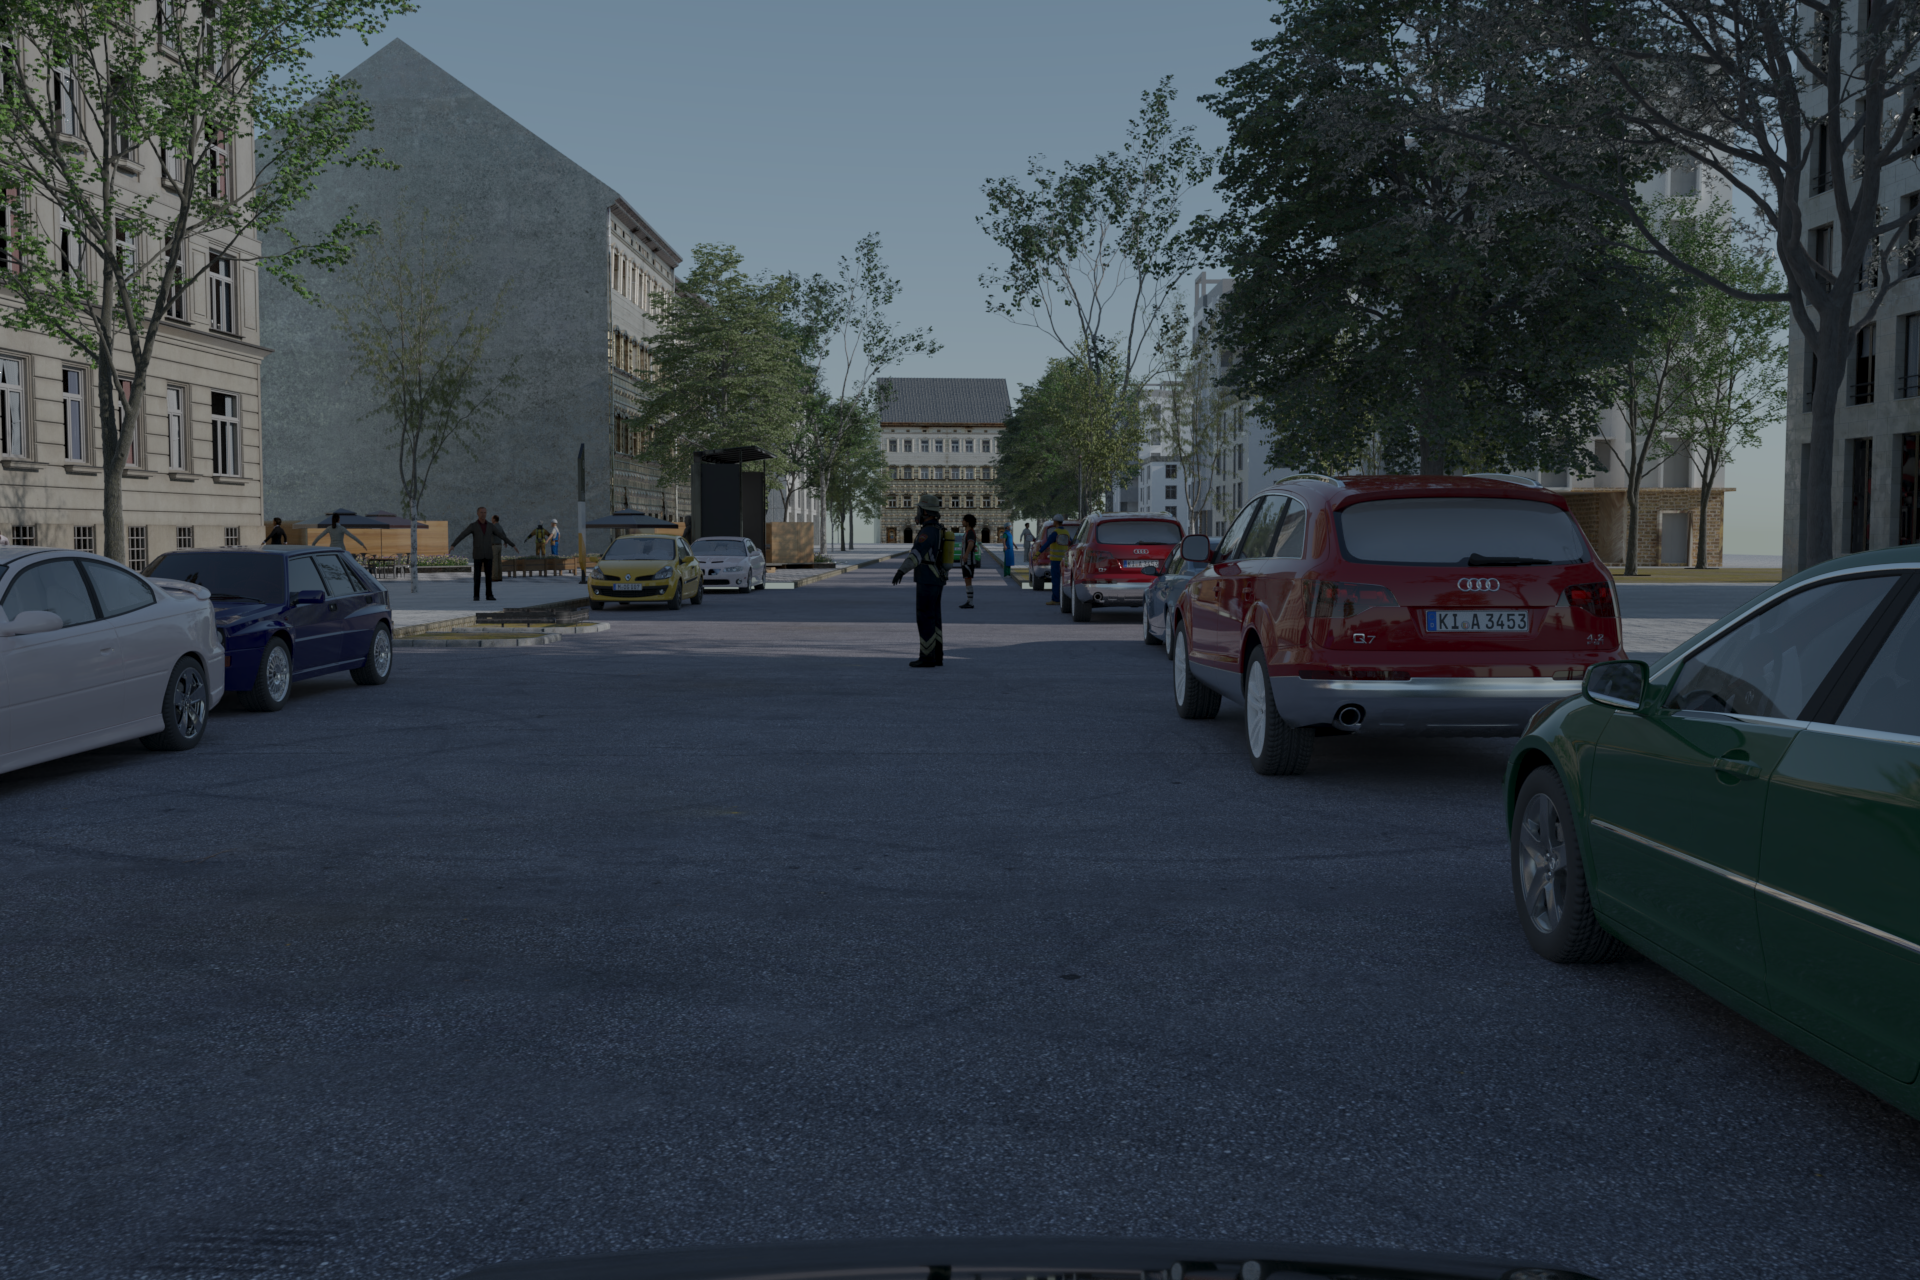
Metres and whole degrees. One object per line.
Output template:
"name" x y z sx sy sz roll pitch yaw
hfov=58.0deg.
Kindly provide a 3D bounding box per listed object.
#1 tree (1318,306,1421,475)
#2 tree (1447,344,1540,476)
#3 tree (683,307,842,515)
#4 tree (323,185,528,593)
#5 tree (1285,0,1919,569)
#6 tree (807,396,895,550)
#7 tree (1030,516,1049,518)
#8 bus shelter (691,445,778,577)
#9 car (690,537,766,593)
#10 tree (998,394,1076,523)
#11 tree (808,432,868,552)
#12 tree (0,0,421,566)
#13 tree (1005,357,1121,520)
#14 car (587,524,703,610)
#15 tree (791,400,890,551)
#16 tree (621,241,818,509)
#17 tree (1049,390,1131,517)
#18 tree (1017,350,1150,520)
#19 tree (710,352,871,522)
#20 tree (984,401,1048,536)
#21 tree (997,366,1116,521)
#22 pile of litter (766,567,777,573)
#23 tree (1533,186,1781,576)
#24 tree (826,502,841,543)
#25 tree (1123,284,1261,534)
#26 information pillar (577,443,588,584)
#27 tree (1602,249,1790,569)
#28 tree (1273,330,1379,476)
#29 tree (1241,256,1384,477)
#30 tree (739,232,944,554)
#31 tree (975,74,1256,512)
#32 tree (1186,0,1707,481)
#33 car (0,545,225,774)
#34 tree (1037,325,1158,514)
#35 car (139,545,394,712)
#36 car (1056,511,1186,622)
"tree" 12.985 -6.388 54.801 4.360 8.622 3.978 0 3 0
"tree" 19.179 -6.976 64.415 4.737 8.622 4.395 0 3 0
"tree" -8.927 -9.324 78.202 9.928 11.665 9.643 0 3 0
"tree" -12.114 -5.327 37.463 4.360 8.622 3.978 0 3 0
"tree" 8.990 -6.569 17.776 12.009 13.543 11.850 0 3 0
"tree" -9.349 -13.738 142.747 7.486 12.596 7.792 0 3 0
"tree" 11.901 -18.861 242.788 7.601 10.594 8.767 0 4 -3
"bus shelter" -6.303 -3.526 48.928 1.731 3.624 6.357 0 4 0
"car" -5.970 -1.894 43.330 2.083 1.381 4.827 0 4 1
"tree" 6.379 -13.505 138.925 7.486 12.596 7.792 0 3 0
"tree" -8.735 -10.478 121.685 4.737 8.622 4.395 0 3 0
"tree" -12.025 -6.053 24.717 9.928 11.665 9.643 0 3 0
"tree" 6.740 -11.851 111.894 7.486 12.596 7.792 0 3 0
"car" -6.116 -1.446 33.867 2.015 1.641 3.980 0 4 0
"tree" -8.832 -12.459 129.456 9.928 11.665 9.643 0 3 0
"tree" -9.407 -9.182 68.250 7.486 12.596 7.792 0 3 0
"tree" 6.302 -8.503 89.391 4.360 8.622 3.978 0 3 0
"tree" 7.087 -10.596 98.992 9.928 11.665 9.643 0 3 0
"tree" -9.066 -9.449 88.910 8.767 10.594 7.601 -1 4 -17
"tree" 6.832 -14.981 151.597 9.857 13.997 8.962 0 3 0
"tree" 6.885 -13.498 127.350 9.857 13.997 8.962 0 3 0
"pile of litter" -6.711 -2.690 57.941 1.176 0.858 1.719 0 4 -1
"tree" 20.607 -7.759 52.612 9.928 11.665 9.643 0 3 0
"tree" -16.924 -17.946 243.780 4.360 8.622 3.978 0 3 0
"tree" 6.934 -6.173 51.287 4.360 8.622 3.978 0 3 0
"information pillar" -9.700 -3.247 44.437 0.183 3.616 0.504 0 3 0
"tree" 27.309 -8.395 63.011 9.928 11.665 9.643 0 3 0
"tree" 13.361 -6.789 61.367 4.737 8.622 4.395 0 3 0
"tree" 9.414 -5.798 45.155 4.737 8.622 4.395 0 3 0
"tree" -7.793 -15.465 108.738 12.611 20.169 13.585 0 3 0
"tree" 6.540 -13.303 73.396 12.611 20.169 13.585 0 3 0
"tree" 8.907 -7.686 32.317 9.857 13.997 8.962 0 3 0
"car" -6.019 0.135 10.150 2.083 1.381 4.827 0 4 0
"tree" 4.935 -6.827 61.977 4.737 8.622 4.395 0 3 0
"car" -6.348 -0.159 15.179 1.945 1.354 3.894 0 4 0
"car" 2.837 -1.291 29.776 2.281 1.827 5.304 0 4 0
